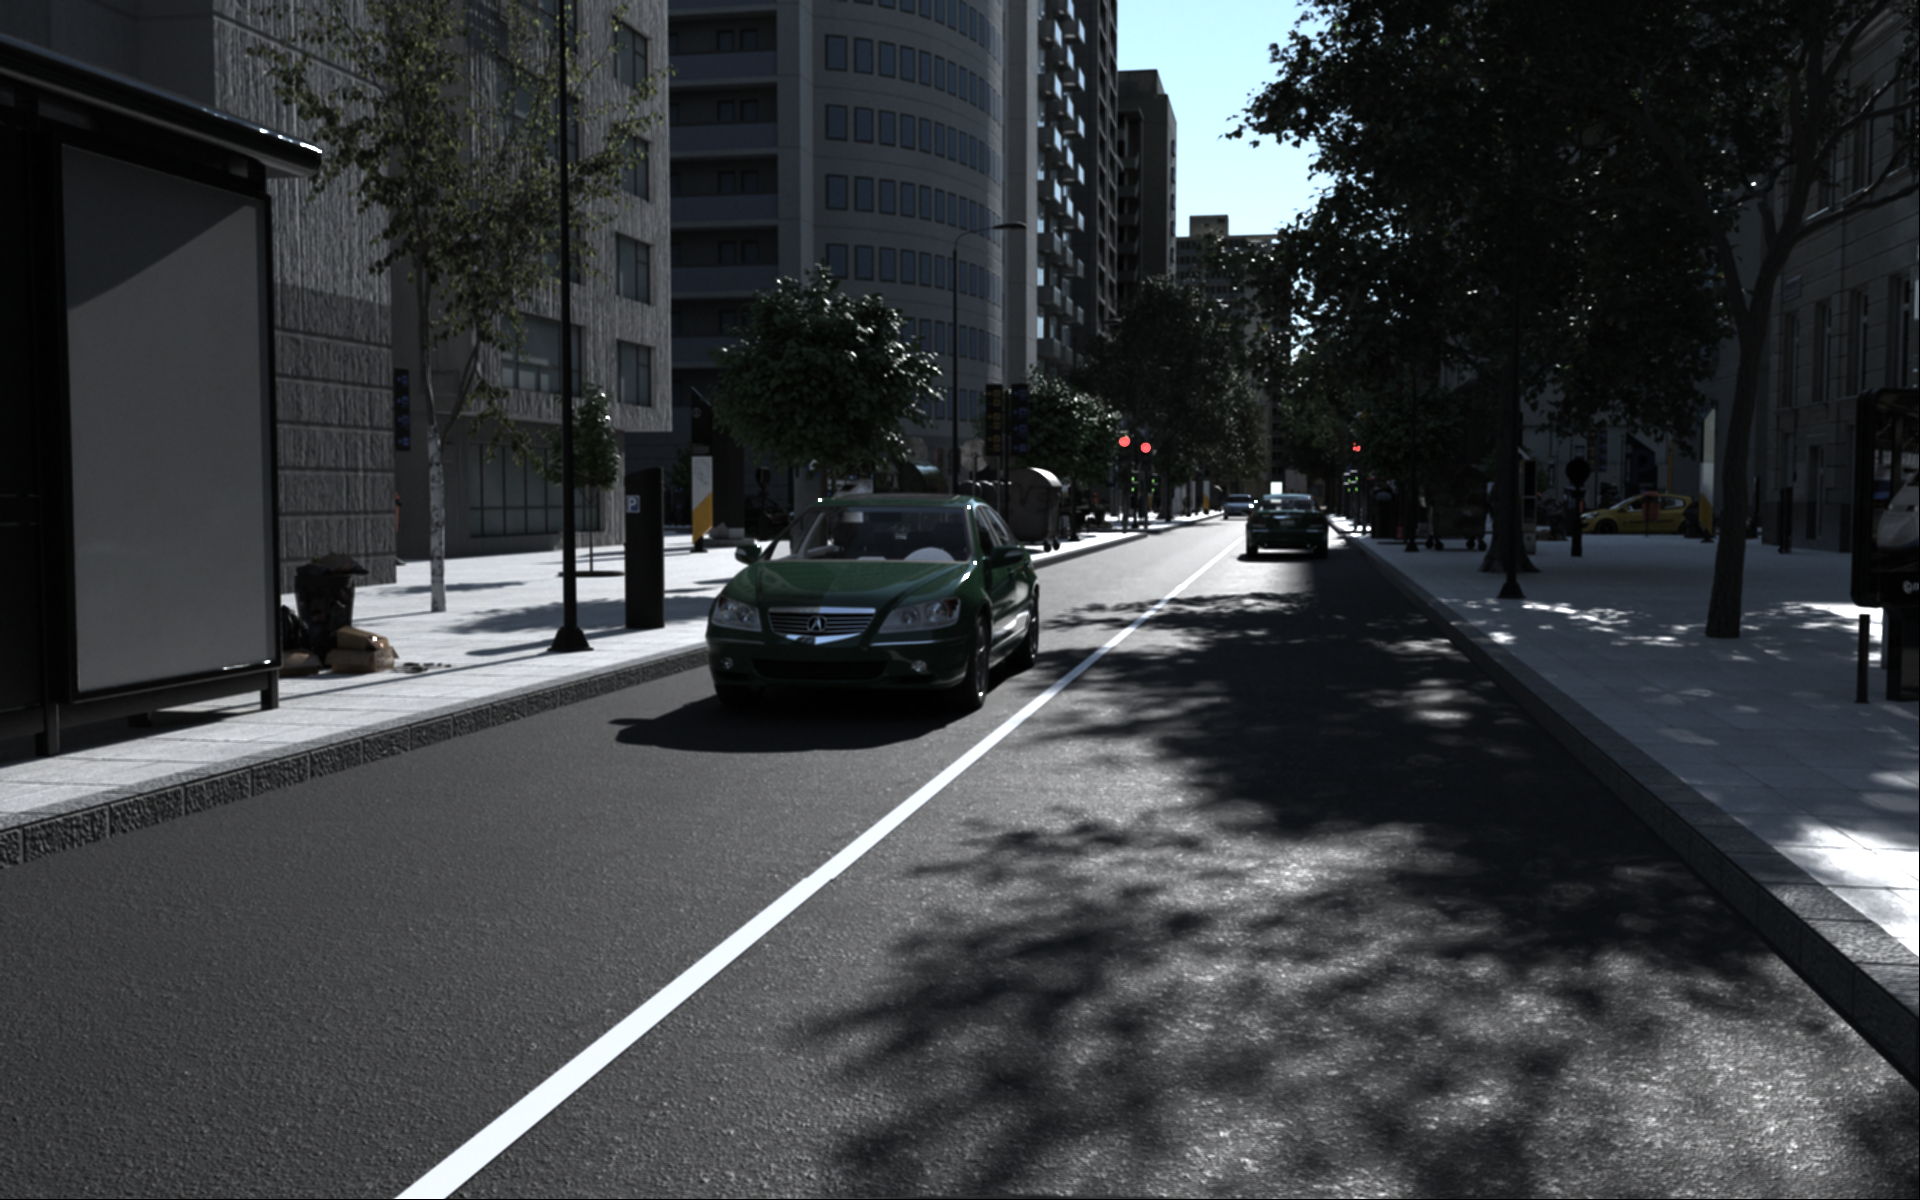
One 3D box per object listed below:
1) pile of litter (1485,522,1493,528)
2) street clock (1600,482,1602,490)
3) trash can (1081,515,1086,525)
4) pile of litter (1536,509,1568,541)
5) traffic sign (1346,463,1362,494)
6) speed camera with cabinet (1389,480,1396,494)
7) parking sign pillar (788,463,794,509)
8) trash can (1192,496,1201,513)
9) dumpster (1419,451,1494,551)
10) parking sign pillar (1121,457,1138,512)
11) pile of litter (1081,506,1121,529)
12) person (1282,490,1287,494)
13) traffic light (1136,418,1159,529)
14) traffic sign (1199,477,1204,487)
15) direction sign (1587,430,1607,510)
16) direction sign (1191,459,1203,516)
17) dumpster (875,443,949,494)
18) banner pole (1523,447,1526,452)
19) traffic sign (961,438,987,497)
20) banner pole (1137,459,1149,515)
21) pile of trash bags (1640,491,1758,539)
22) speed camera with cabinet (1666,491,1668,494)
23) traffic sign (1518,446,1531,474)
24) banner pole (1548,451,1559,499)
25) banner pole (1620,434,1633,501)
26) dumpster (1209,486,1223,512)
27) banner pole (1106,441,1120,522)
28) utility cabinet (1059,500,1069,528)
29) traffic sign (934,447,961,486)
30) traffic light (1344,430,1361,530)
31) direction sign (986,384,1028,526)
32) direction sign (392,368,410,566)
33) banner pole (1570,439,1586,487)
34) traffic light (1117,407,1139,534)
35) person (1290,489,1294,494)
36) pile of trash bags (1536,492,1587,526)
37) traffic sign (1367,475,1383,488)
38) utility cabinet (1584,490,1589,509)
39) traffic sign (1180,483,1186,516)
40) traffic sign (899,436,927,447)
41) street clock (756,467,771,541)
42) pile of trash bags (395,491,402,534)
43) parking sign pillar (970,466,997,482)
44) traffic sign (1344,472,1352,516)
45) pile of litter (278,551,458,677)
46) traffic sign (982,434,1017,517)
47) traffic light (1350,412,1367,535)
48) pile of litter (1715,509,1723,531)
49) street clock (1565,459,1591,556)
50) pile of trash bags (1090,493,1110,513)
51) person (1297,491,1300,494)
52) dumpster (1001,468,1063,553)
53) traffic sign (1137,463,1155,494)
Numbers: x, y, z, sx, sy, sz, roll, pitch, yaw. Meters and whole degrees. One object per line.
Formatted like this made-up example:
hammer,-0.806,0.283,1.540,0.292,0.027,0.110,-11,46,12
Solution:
pile of litter,20.438,-3.112,64.845,1.719,0.858,1.176,2,4,29
street clock,39.017,-6.153,105.164,0.358,2.002,0.471,0,4,6
trash can,4.722,-3.517,69.159,0.748,1.137,0.748,0,3,0
pile of litter,16.279,-2.079,47.957,1.176,0.858,1.719,2,4,31
traffic sign,15.750,-4.215,69.018,0.768,2.556,0.104,1,4,14
speed camera with cabinet,18.250,-4.826,73.246,0.660,3.252,2.038,0,4,4
parking sign pillar,-6.226,-4.956,69.496,1.447,3.967,1.447,0,4,6
trash can,15.885,-6.426,116.718,0.748,1.137,0.748,0,3,0
dumpster,11.352,-2.275,39.686,1.502,2.255,1.985,1,4,11
parking sign pillar,11.966,-8.206,122.642,1.447,3.967,1.447,2,4,25
pile of litter,5.122,-3.056,63.929,1.719,0.858,1.176,3,4,36
person,29.839,-9.215,159.036,0.709,1.838,0.599,3,4,39
traffic light,6.872,-4.576,63.740,0.839,4.253,0.868,1,4,11
traffic sign,17.833,-7.727,126.438,0.768,2.556,0.104,1,4,17
direction sign,22.408,-4.220,60.997,0.876,3.537,0.379,-1,4,-23
direction sign,14.125,-6.808,103.305,0.379,3.537,0.876,-3,4,-39
dumpster,-1.140,-1.861,32.918,1.502,2.255,1.985,1,4,11
banner pole,30.069,-6.263,92.424,0.401,3.779,0.863,2,4,25
traffic sign,0.323,-2.416,39.615,0.768,2.556,0.104,1,4,19
banner pole,11.447,-7.217,108.018,0.863,3.779,0.401,-2,4,-24
pile of trash bags,21.651,-2.512,50.830,1.912,1.369,3.447,-3,5,-44
speed camera with cabinet,43.368,-6.719,104.197,2.038,3.252,0.660,0,4,7
traffic sign,12.838,-2.377,40.053,0.795,2.450,0.064,1,4,19
banner pole,34.289,-6.729,100.031,0.401,3.779,0.863,-2,4,-34
banner pole,27.950,-5.060,72.742,0.863,3.779,0.401,-2,4,-27
dumpster,17.935,-7.153,122.713,1.264,1.857,1.865,1,4,11
banner pole,7.032,-5.440,78.958,0.863,3.779,0.401,2,4,24
utility cabinet,3.734,-3.321,65.457,1.020,1.237,0.306,1,4,13
traffic sign,-0.276,-2.156,37.376,0.606,2.300,0.079,1,4,19
traffic light,14.249,-4.490,62.328,0.839,4.253,0.868,1,4,11
direction sign,0.964,-2.673,35.696,0.876,3.537,0.379,1,4,9
direction sign,-10.190,-2.393,31.118,0.379,3.537,0.876,2,4,24
banner pole,27.967,-5.423,78.687,0.863,3.779,0.401,3,5,42
traffic light,5.349,-4.097,55.901,0.839,4.253,0.868,1,4,11
person,19.936,-5.790,103.925,0.760,1.731,0.466,-2,4,-29
pile of trash bags,24.036,-3.621,68.948,1.912,1.369,3.447,0,4,-2
traffic sign,15.423,-3.926,64.196,0.884,2.594,0.081,1,4,15
utility cabinet,36.674,-5.689,101.692,0.318,1.500,1.173,1,4,11
traffic sign,13.096,-6.272,102.647,0.768,2.556,0.104,1,4,21
traffic sign,-1.081,-2.330,38.198,0.768,2.556,0.104,1,4,15
street clock,-5.350,-2.602,47.116,0.358,2.002,0.471,-2,4,-33
pile of trash bags,-18.058,-2.619,52.581,3.447,1.369,1.912,2,4,32
parking sign pillar,1.078,-5.312,75.329,1.447,3.967,1.447,2,4,29
traffic sign,20.495,-5.547,90.796,0.768,2.556,0.104,1,4,16
pile of litter,-4.636,0.083,12.601,1.719,0.858,1.176,1,4,9
traffic sign,0.823,-2.214,36.298,0.768,2.556,0.104,1,4,17
traffic light,12.726,-4.010,54.489,0.839,4.253,0.868,1,4,11
pile of litter,28.674,-3.068,64.123,1.176,0.858,1.719,1,4,11
street clock,12.707,-1.900,35.643,0.471,2.002,0.358,2,4,28
pile of trash bags,9.439,-6.764,120.341,1.912,1.369,3.447,0,4,0
person,28.782,-8.411,146.743,0.721,1.736,1.217,3,5,44
dumpster,1.550,-2.012,38.656,1.264,1.857,1.865,1,4,11
traffic sign,7.227,-4.129,67.608,0.768,2.556,0.104,1,4,15
